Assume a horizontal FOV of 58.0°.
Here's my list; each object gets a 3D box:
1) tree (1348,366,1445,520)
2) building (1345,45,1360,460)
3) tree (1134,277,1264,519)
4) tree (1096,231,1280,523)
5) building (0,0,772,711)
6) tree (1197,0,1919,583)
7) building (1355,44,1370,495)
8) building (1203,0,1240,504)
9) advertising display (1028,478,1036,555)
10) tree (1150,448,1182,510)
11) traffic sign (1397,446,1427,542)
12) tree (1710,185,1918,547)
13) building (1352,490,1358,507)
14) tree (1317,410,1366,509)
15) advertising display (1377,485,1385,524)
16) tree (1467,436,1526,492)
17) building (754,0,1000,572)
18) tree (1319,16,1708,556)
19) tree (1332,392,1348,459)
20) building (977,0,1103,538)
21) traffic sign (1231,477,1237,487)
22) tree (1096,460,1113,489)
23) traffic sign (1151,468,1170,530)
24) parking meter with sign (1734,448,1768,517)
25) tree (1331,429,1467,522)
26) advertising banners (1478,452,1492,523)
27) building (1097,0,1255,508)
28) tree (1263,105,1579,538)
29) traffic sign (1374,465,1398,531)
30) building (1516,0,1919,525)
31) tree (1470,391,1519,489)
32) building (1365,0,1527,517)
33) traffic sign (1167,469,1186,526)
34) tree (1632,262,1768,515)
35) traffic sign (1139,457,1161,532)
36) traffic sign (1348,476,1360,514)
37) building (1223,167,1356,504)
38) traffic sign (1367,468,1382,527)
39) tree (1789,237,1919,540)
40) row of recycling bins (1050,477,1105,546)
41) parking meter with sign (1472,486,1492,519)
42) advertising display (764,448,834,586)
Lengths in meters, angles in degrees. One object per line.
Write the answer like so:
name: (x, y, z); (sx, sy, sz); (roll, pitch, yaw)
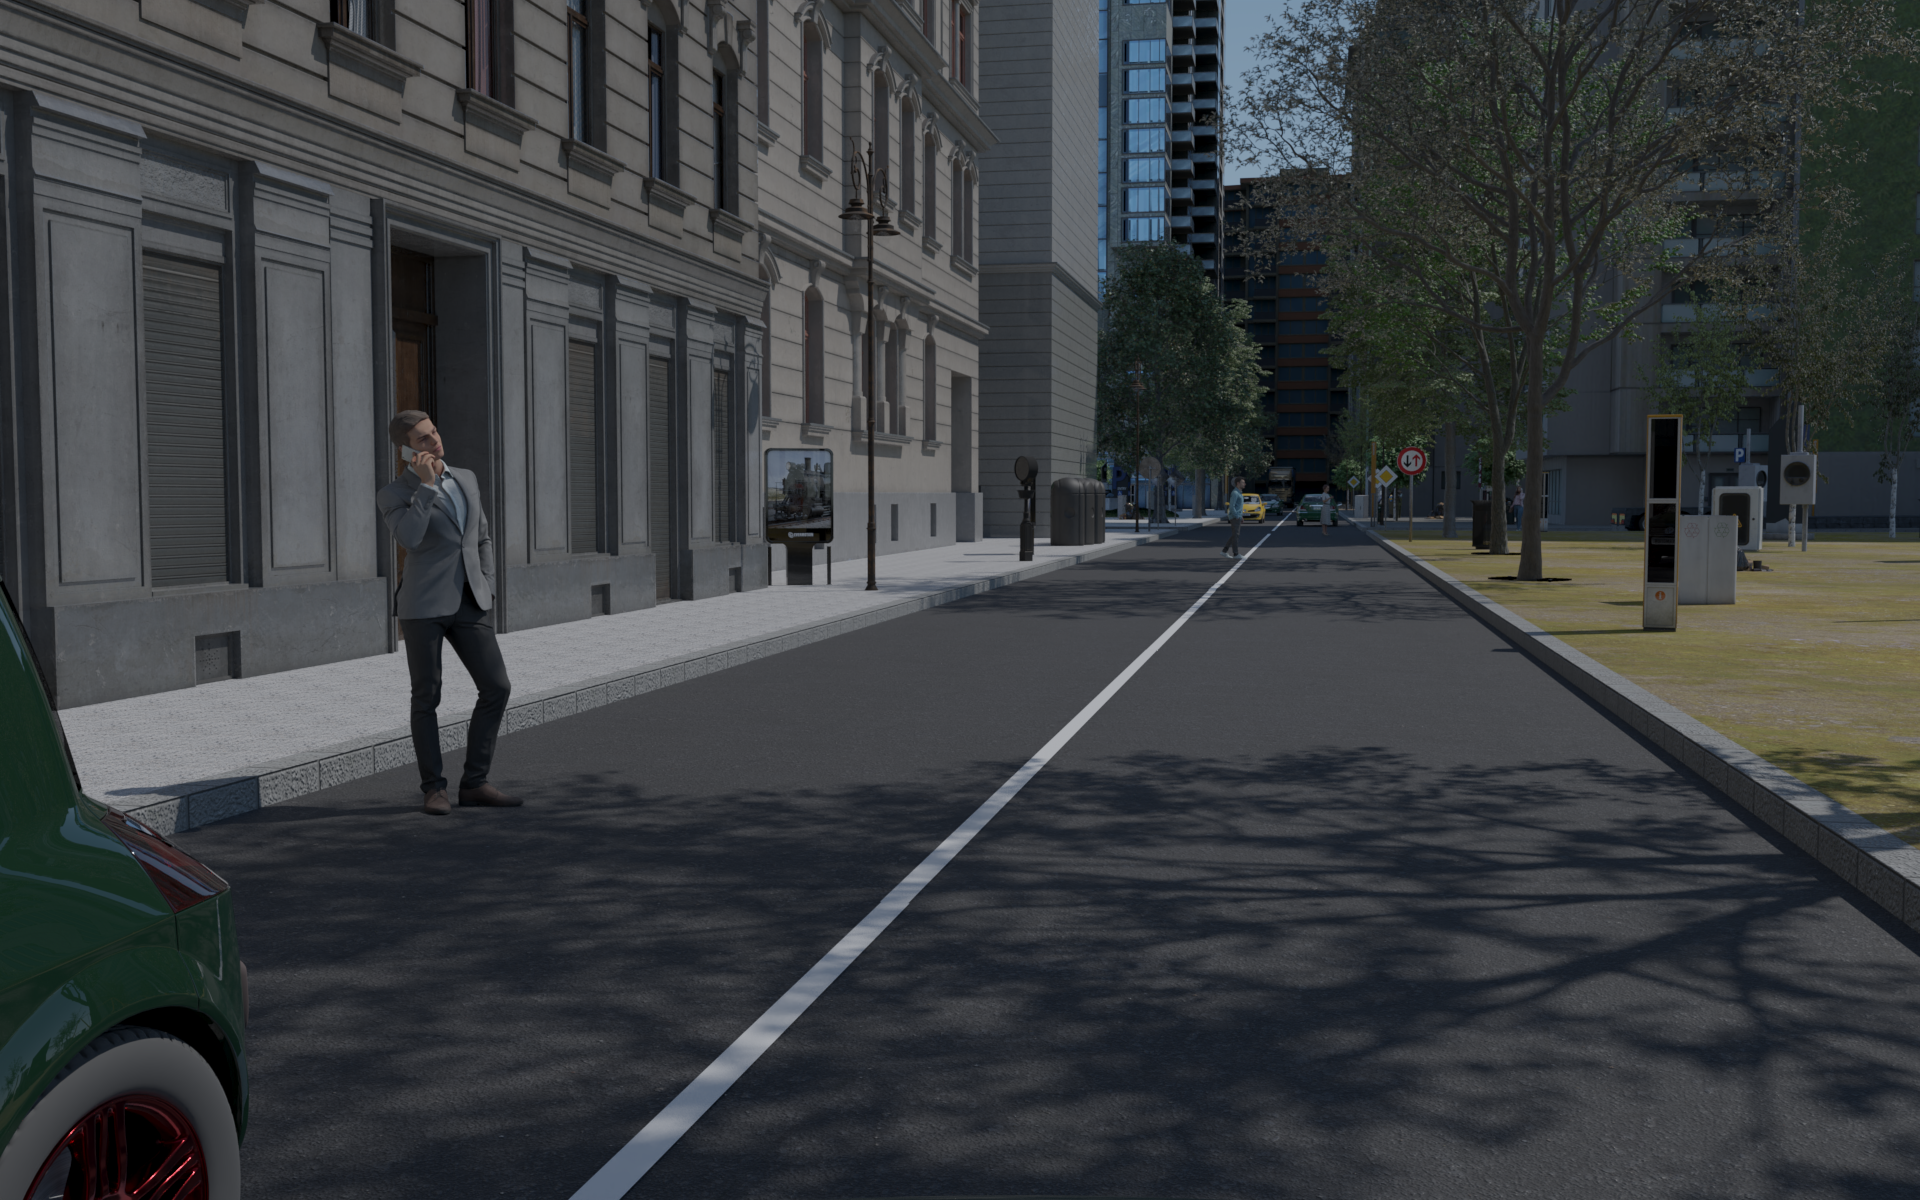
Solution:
tree: (22.102, -8.342, 86.758); (4.737, 8.622, 4.395); (0, 3, 0)
building: (58.505, -37.219, 197.765); (28.713, 52.752, 27.495); (1, 4, 11)
tree: (12.461, -10.568, 90.918); (7.486, 12.596, 7.792); (0, 3, 0)
tree: (8.638, -9.710, 75.762); (9.611, 12.733, 9.660); (0, 3, 0)
building: (-8.982, -10.157, 15.217); (9.793, 20.994, 18.267); (1, 4, 11)
tree: (8.595, -7.032, 25.345); (12.009, 13.543, 11.850); (0, 3, 0)
building: (43.738, -31.108, 158.730); (14.600, 45.320, 14.200); (1, 4, 11)
building: (19.755, -45.674, 185.026); (20.563, 71.187, 20.611); (1, 4, 11)
advertising display: (1.514, -1.940, 36.936); (0.123, 1.923, 0.974); (0, 4, -3)
tree: (14.189, -10.298, 118.739); (4.737, 8.622, 4.395); (0, 3, 0)
traffic sign: (12.094, -2.832, 46.417); (0.768, 2.556, 0.104); (1, 4, 12)
tree: (20.492, -5.596, 41.865); (4.360, 8.622, 3.978); (0, 3, 0)
building: (50.504, -45.020, 174.323); (20.563, 71.187, 20.611); (1, 4, 11)
tree: (33.385, -12.205, 149.908); (4.360, 8.622, 3.978); (0, 3, 0)
advertising display: (17.735, -4.148, 73.041); (0.123, 1.923, 0.974); (0, 4, 2)
tree: (25.967, -6.131, 83.961); (4.285, 4.588, 4.351); (0, 3, 0)
building: (-7.678, -15.234, 36.458); (14.401, 28.519, 23.554); (1, 4, 11)
tree: (11.478, -6.768, 36.411); (9.928, 11.665, 9.643); (0, 3, 0)
tree: (23.037, -8.850, 95.057); (4.737, 8.622, 4.395); (0, 3, 0)
building: (-10.690, -17.140, 57.736); (29.804, 29.767, 11.434); (1, 4, 11)
traffic sign: (20.381, -7.814, 127.865); (0.768, 2.556, 0.104); (1, 4, 21)
tree: (11.233, -9.774, 143.524); (4.285, 4.588, 4.351); (0, 3, 0)
traffic sign: (7.045, -3.537, 61.479); (0.795, 2.450, 0.064); (1, 4, 11)
parking meter with sign: (30.215, -4.245, 65.663); (1.738, 3.016, 0.543); (-1, 4, -19)
tree: (20.539, -5.961, 81.181); (4.285, 4.588, 4.351); (0, 3, 0)
advertising banners: (22.026, -4.676, 72.641); (0.090, 3.025, 2.074); (2, 4, 34)
building: (19.647, -54.726, 207.437); (31.000, 86.520, 22.319); (1, 4, 11)
tree: (14.050, -8.121, 50.902); (7.486, 12.596, 7.792); (0, 3, 0)
traffic sign: (14.730, -3.441, 59.909); (0.795, 2.450, 0.064); (1, 4, 11)
building: (31.528, -23.776, 72.331); (14.086, 41.232, 14.154); (1, 4, 11)
tree: (30.255, -8.810, 94.408); (4.360, 8.622, 3.978); (0, 3, 0)
building: (31.877, -20.374, 104.818); (14.160, 30.474, 14.107); (1, 4, 11)
traffic sign: (8.629, -4.016, 69.306); (0.795, 2.450, 0.064); (1, 4, 11)
tree: (23.820, -6.436, 55.589); (4.737, 8.622, 4.395); (0, 3, 0)
traffic sign: (6.471, -3.610, 59.133); (0.768, 2.556, 0.104); (1, 4, 20)
traffic sign: (24.750, -6.589, 108.915); (0.795, 2.450, 0.064); (1, 4, 17)
building: (45.885, -35.530, 235.543); (28.867, 44.769, 22.147); (1, 4, 11)
traffic sign: (16.314, -3.920, 67.736); (0.795, 2.450, 0.064); (1, 4, 11)
tree: (27.804, -6.155, 50.992); (4.360, 8.622, 3.978); (0, 3, 0)
row of recycling bins: (3.073, -2.273, 44.281); (1.069, 1.692, 3.534); (1, 4, 16)
parking meter with sign: (27.586, -5.780, 90.760); (1.738, 3.016, 0.543); (-2, 4, -33)
advertising display: (-2.261, -1.169, 24.321); (0.974, 1.923, 0.123); (-1, 4, -17)
